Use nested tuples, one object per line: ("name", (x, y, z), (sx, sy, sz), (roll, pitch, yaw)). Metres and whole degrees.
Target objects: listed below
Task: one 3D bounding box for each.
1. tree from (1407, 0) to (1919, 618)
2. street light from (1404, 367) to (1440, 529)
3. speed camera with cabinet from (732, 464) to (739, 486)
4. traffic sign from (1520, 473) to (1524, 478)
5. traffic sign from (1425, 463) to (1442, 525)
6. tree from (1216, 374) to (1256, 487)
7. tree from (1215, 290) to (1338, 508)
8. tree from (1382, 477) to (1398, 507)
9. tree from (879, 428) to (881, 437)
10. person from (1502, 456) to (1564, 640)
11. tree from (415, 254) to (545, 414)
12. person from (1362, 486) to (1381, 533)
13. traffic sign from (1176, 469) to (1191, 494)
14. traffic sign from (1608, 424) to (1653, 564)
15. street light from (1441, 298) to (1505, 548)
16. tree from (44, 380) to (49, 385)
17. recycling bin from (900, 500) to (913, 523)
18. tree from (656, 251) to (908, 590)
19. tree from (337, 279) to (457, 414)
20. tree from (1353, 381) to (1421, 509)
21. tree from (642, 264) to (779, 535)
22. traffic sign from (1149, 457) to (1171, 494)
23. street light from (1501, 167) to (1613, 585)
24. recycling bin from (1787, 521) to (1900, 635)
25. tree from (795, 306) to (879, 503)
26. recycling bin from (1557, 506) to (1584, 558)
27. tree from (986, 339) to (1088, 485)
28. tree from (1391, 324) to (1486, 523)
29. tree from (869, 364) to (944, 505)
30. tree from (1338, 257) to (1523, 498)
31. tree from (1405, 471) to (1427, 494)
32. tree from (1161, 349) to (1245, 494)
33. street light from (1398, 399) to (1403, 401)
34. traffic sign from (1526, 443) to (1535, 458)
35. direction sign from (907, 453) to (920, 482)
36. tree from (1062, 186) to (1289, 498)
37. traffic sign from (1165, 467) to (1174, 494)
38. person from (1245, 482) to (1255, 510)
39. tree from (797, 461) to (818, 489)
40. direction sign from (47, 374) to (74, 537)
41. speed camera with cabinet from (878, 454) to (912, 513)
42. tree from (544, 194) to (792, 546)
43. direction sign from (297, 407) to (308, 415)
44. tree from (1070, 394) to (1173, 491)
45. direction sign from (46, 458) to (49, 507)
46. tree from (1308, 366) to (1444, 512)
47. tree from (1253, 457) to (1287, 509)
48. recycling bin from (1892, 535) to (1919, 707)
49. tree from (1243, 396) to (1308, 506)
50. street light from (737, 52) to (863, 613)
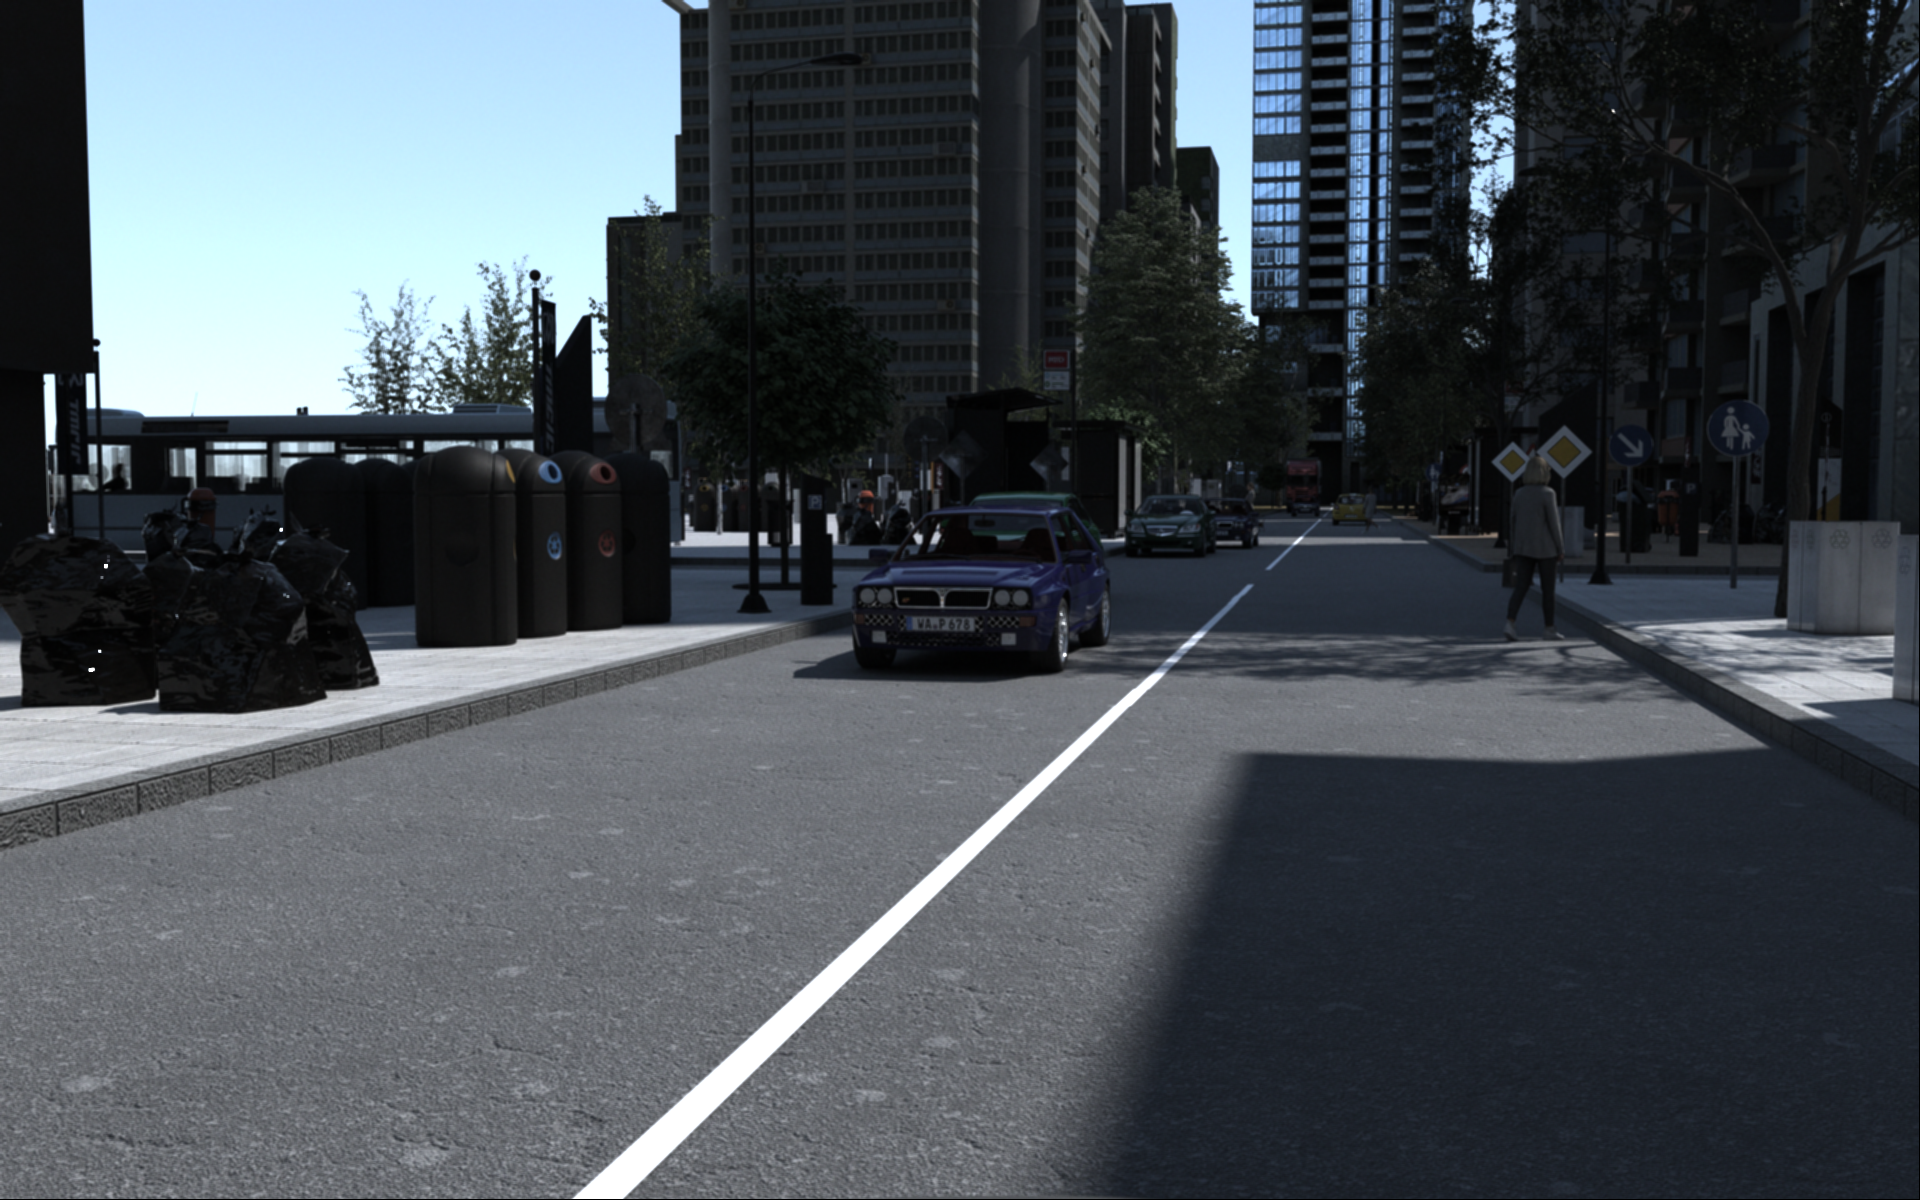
("tree", (8.454, -5.077, 17.419), (8.767, 10.594, 7.601), (2, 4, 27))
("street light", (17.090, -5.543, 63.170), (1.470, 5.913, 1.316), (1, 4, 13))
("speed camera with cabinet", (-14.671, -6.872, 106.686), (2.038, 3.252, 0.660), (0, 4, 2))
("traffic sign", (20.044, -3.829, 62.714), (0.768, 2.556, 0.104), (1, 4, 22))
("traffic sign", (19.356, -4.315, 70.651), (0.768, 2.556, 0.104), (1, 4, 13))
("tree", (19.504, -11.302, 119.202), (7.601, 10.594, 8.767), (-2, 4, -33))
("tree", (29.338, -18.814, 163.491), (12.611, 20.169, 13.585), (0, 3, 0))
("tree", (42.252, -10.770, 170.696), (1.663, 3.219, 1.824), (0, 3, 0))
("tree", (-5.825, -7.477, 72.603), (4.737, 8.622, 4.395), (0, 3, 0))
("person", (5.577, -0.509, 17.007), (0.728, 1.800, 0.709), (-2, 4, -32))
("tree", (-14.224, -6.292, 53.242), (4.737, 8.622, 4.395), (0, 3, 0))
("person", (14.977, -3.289, 63.033), (0.760, 1.731, 0.466), (2, 4, 34))
("traffic sign", (11.209, -5.322, 87.116), (0.768, 2.556, 0.104), (1, 4, 18))
("traffic sign", (12.299, -1.939, 31.814), (0.768, 2.556, 0.104), (1, 4, 22))
("street light", (12.316, -4.194, 41.116), (1.470, 5.913, 1.316), (1, 4, 13))
("tree", (-24.618, -5.671, 43.077), (4.737, 8.622, 4.395), (0, 3, 0))
("recycling bin", (-2.365, -4.017, 78.238), (0.722, 1.027, 0.722), (0, 4, -2))
("tree", (-2.441, -2.448, 23.732), (4.285, 4.588, 4.351), (0, 3, 0))
("tree", (-19.580, -6.700, 59.902), (4.360, 8.622, 3.978), (0, 3, 0))
("tree", (36.861, -13.874, 144.964), (7.486, 12.596, 7.792), (0, 3, 0))
("tree", (-7.839, -6.375, 54.590), (4.360, 8.622, 3.978), (0, 3, 0))
("traffic sign", (6.835, -3.617, 59.251), (0.768, 2.556, 0.104), (1, 4, 18))
("street light", (8.607, -3.187, 24.652), (1.470, 5.913, 1.316), (1, 4, 13))
("recycling bin", (8.174, -0.214, 16.051), (0.722, 1.027, 0.722), (0, 4, 4))
("tree", (-6.171, -6.969, 64.301), (4.737, 8.622, 4.395), (0, 3, 0))
("recycling bin", (12.173, -1.374, 35.019), (0.722, 1.027, 0.722), (2, 4, 31))
("tree", (2.888, -8.073, 82.361), (4.737, 8.622, 4.395), (0, 3, 0))
("tree", (20.924, -7.659, 75.594), (4.737, 8.622, 4.395), (0, 3, 0))
("tree", (-3.336, -9.072, 98.692), (4.360, 8.622, 3.978), (0, 3, 0))
("tree", (24.774, -11.272, 90.953), (9.857, 13.997, 8.962), (0, 3, 0))
("tree", (30.527, -7.369, 115.088), (1.663, 3.219, 1.824), (0, 3, 0))
("tree", (11.386, -8.158, 83.738), (4.737, 8.622, 4.395), (0, 3, 0))
("street light", (21.927, -6.844, 84.442), (1.470, 5.913, 1.316), (1, 4, 13))
("traffic sign", (14.596, -2.702, 44.174), (0.884, 2.594, 0.081), (1, 4, 19))
("direction sign", (-2.504, -6.137, 92.343), (0.876, 3.537, 0.379), (3, 4, 38))
("tree", (7.148, -8.966, 64.726), (7.486, 12.596, 7.792), (0, 3, 0))
("traffic sign", (8.789, -4.542, 74.359), (0.768, 2.556, 0.104), (1, 4, 20))
("person", (8.886, -2.753, 53.779), (0.573, 1.790, 0.520), (-1, 4, -9))
("tree", (-8.657, -8.101, 82.815), (4.360, 8.622, 3.978), (0, 3, 0))
("direction sign", (-11.600, -1.868, 22.538), (0.379, 3.537, 0.876), (-2, 4, -25))
("speed camera with cabinet", (-2.967, -5.550, 85.083), (2.038, 3.252, 0.660), (-1, 4, -14))
("tree", (-7.020, -5.635, 42.497), (4.737, 8.622, 4.395), (0, 3, 0))
("direction sign", (-17.116, -3.252, 45.175), (0.379, 3.537, 0.876), (-3, 4, -37))
("tree", (5.245, -4.467, 56.742), (4.285, 4.588, 4.351), (0, 3, 0))
("direction sign", (-43.172, -5.507, 82.033), (0.876, 3.537, 0.379), (-1, 4, -18))
("tree", (32.813, -12.340, 127.506), (9.928, 11.665, 9.643), (0, 3, 0))
("tree", (27.408, -10.259, 151.453), (4.285, 4.588, 4.351), (0, 3, 0))
("recycling bin", (6.161, 0.127, 10.472), (0.722, 1.027, 0.722), (0, 4, 8))
("tree", (32.981, -15.495, 179.090), (9.928, 11.665, 9.643), (0, 3, 0))
("street light", (-1.705, -2.810, 18.482), (1.470, 5.913, 1.316), (1, 4, 13))
